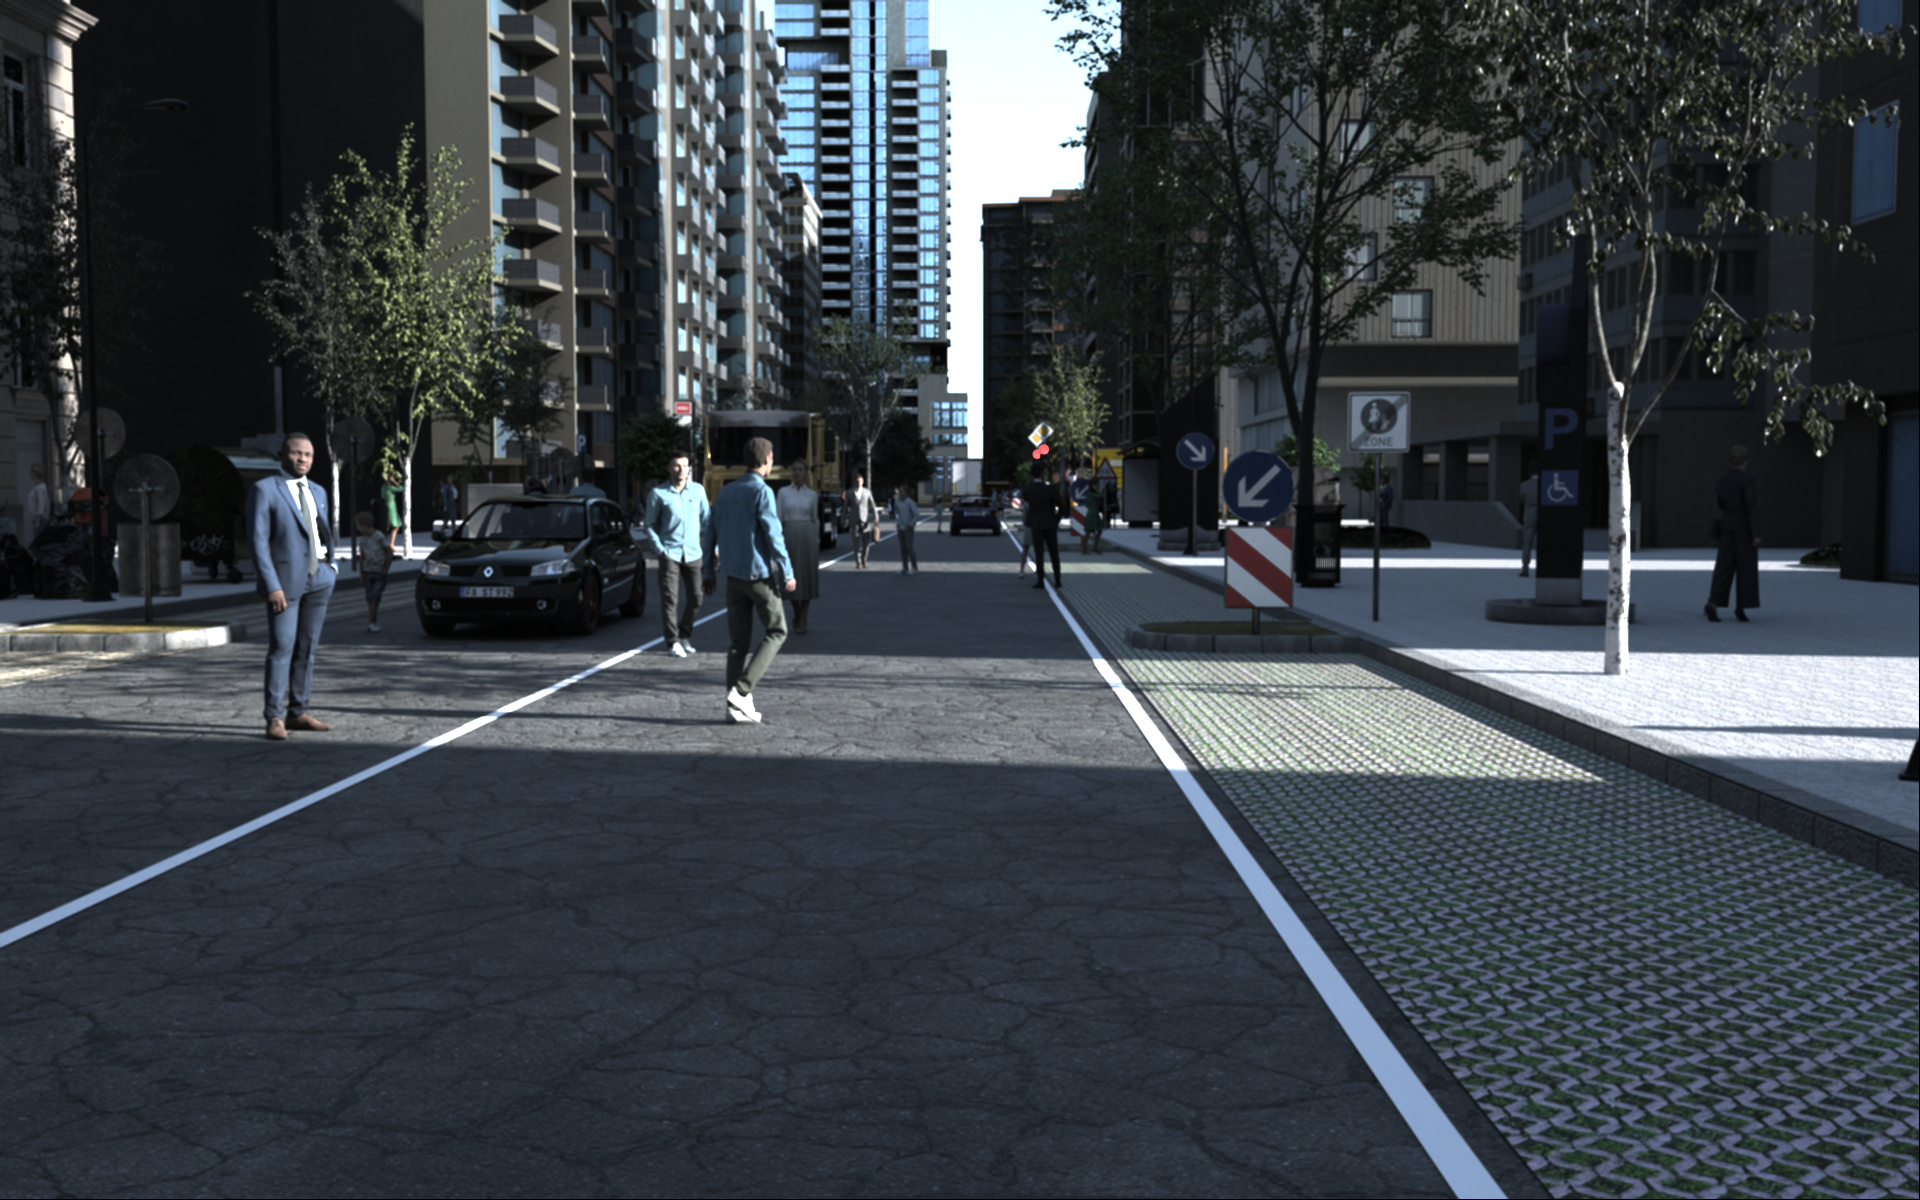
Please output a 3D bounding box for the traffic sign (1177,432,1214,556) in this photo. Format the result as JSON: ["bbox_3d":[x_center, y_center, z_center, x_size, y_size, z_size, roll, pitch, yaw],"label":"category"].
[{"bbox_3d":[4.849,-2.177,35.704,0.768,2.556,0.104,1,4,10],"label":"traffic sign"}]

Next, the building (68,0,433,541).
[{"bbox_3d":[-25.989,-13.626,52.455,15.834,23.373,12.332,0,4,1],"label":"building"}]

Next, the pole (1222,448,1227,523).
[{"bbox_3d":[11.628,-5.029,76.063,0.158,3.312,0.155,0,3,0],"label":"pole"}]

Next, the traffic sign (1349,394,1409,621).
[{"bbox_3d":[4.201,-0.937,17.443,0.606,2.300,0.079,0,4,7],"label":"traffic sign"}]

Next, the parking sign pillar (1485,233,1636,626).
[{"bbox_3d":[6.084,-1.774,17.472,1.447,3.967,1.447,1,4,21],"label":"parking sign pillar"}]

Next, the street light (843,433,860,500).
[{"bbox_3d":[-8.330,-9.764,132.177,1.470,5.913,1.316,0,4,1],"label":"street light"}]

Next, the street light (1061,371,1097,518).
[{"bbox_3d":[4.630,-5.701,65.757,1.470,5.913,1.316,0,4,1],"label":"street light"}]

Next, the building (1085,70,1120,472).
[{"bbox_3d":[25.105,-34.702,191.073,21.300,48.544,21.600,0,4,1],"label":"building"}]

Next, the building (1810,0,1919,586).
[{"bbox_3d":[19.797,-22.506,18.090,14.600,45.320,14.200,0,4,1],"label":"building"}]

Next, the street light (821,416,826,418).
[{"bbox_3d":[-8.694,-8.000,103.333,1.470,5.913,1.316,0,4,1],"label":"street light"}]

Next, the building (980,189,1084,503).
[{"bbox_3d":[15.723,-36.483,251.113,28.867,44.769,22.147,0,4,1],"label":"building"}]

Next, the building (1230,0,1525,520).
[{"bbox_3d":[29.853,-30.990,95.931,27.495,52.752,28.713,0,4,1],"label":"building"}]

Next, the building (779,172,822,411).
[{"bbox_3d":[-28.691,-31.206,202.094,23.993,40.220,32.217,0,4,1],"label":"building"}]

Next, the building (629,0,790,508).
[{"bbox_3d":[-28.232,-33.350,164.877,23.786,49.044,30.456,0,4,1],"label":"building"}]

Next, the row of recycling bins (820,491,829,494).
[{"bbox_3d":[-9.324,-6.542,114.077,1.069,1.692,3.534,1,4,10],"label":"row of recycling bins"}]

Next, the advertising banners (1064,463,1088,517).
[{"bbox_3d":[6.534,-6.193,97.437,0.090,3.025,2.074,-3,4,-36],"label":"advertising banners"}]

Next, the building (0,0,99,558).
[{"bbox_3d":[-24.138,-13.850,23.716,12.463,27.353,25.104,0,4,1],"label":"building"}]

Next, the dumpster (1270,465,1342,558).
[{"bbox_3d":[7.002,-1.803,35.236,1.264,1.857,1.865,0,4,1],"label":"dumpster"}]

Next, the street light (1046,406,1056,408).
[{"bbox_3d":[5.050,-7.258,91.206,1.470,5.913,1.316,0,4,1],"label":"street light"}]

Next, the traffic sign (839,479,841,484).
[{"bbox_3d":[-9.533,-8.120,132.871,0.768,2.556,0.104,0,4,5],"label":"traffic sign"}]

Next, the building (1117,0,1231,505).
[{"bbox_3d":[24.427,-44.714,169.323,20.563,71.187,20.611,0,4,1],"label":"building"}]

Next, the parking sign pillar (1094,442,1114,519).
[{"bbox_3d":[7.417,-6.256,90.751,1.447,3.967,1.447,2,4,26],"label":"parking sign pillar"}]

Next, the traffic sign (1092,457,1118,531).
[{"bbox_3d":[5.072,-3.702,60.524,0.884,2.594,0.081,1,4,9],"label":"traffic sign"}]

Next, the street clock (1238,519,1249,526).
[{"bbox_3d":[5.895,-1.924,36.027,0.358,2.002,0.471,2,4,34],"label":"street clock"}]

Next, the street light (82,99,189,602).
[{"bbox_3d":[-9.775,-2.936,20.553,1.470,5.913,1.316,0,4,1],"label":"street light"}]

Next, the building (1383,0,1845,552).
[{"bbox_3d":[28.937,-21.608,45.179,32.217,40.220,23.993,0,4,1],"label":"building"}]

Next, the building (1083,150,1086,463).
[{"bbox_3d":[22.206,-34.187,209.076,14.600,45.320,14.200,0,4,1],"label":"building"}]

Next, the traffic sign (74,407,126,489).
[{"bbox_3d":[-12.582,-1.544,25.343,0.768,2.556,0.104,0,4,2],"label":"traffic sign"}]

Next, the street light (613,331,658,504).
[{"bbox_3d":[-9.305,-4.706,49.484,1.470,5.913,1.316,0,4,1],"label":"street light"}]

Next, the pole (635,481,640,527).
[{"bbox_3d":[-12.478,-4.475,67.013,0.158,3.312,0.155,0,3,0],"label":"pole"}]

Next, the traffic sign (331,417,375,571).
[{"bbox_3d":[-10.065,-1.750,28.712,0.768,2.556,0.104,0,4,7],"label":"traffic sign"}]

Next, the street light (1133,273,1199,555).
[{"bbox_3d":[4.335,-3.911,36.485,1.470,5.913,1.316,0,4,1],"label":"street light"}]

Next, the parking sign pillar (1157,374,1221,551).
[{"bbox_3d":[5.233,-3.121,39.502,1.447,3.967,1.447,2,4,33],"label":"parking sign pillar"}]

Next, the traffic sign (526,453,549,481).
[{"bbox_3d":[-10.489,-2.503,43.053,0.606,2.300,0.079,1,4,10],"label":"traffic sign"}]

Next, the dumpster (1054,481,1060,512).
[{"bbox_3d":[7.411,-7.613,126.964,1.502,2.255,1.985,0,4,1],"label":"dumpster"}]

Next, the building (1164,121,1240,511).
[{"bbox_3d":[23.029,-22.359,137.272,14.160,30.474,14.107,0,4,1],"label":"building"}]

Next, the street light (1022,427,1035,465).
[{"bbox_3d":[5.228,-9.038,120.311,1.470,5.913,1.316,0,4,1],"label":"street light"}]

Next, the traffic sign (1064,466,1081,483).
[{"bbox_3d":[5.104,-4.812,78.784,0.768,2.556,0.104,1,4,9],"label":"traffic sign"}]

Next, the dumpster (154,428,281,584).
[{"bbox_3d":[-10.816,-1.400,25.382,1.502,2.255,1.985,0,4,1],"label":"dumpster"}]

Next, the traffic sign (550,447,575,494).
[{"bbox_3d":[-10.873,-2.884,47.266,0.768,2.556,0.104,0,4,7],"label":"traffic sign"}]

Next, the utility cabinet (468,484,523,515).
[{"bbox_3d":[-10.241,-1.807,38.229,1.173,1.500,0.318,-1,4,-14],"label":"utility cabinet"}]

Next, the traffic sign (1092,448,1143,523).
[{"bbox_3d":[6.950,-5.053,76.484,2.265,3.308,0.079,1,4,9],"label":"traffic sign"}]

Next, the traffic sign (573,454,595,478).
[{"bbox_3d":[-11.803,-3.312,54.254,0.768,2.556,0.104,0,4,6],"label":"traffic sign"}]

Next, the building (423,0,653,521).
[{"bbox_3d":[-29.475,-26.966,95.515,22.147,44.769,28.867,0,4,1],"label":"building"}]

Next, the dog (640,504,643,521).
[{"bbox_3d":[-15.349,-4.177,82.670,0.513,0.831,0.800,3,4,37],"label":"dog"}]

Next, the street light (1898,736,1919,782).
[{"bbox_3d":[3.857,-2.147,7.642,1.470,5.913,1.316,0,4,1],"label":"street light"}]

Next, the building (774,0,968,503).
[{"bbox_3d":[-14.304,-57.332,250.043,31.000,86.520,22.319,0,4,1],"label":"building"}]

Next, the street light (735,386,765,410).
[{"bbox_3d":[-9.085,-6.235,74.490,1.470,5.913,1.316,0,4,1],"label":"street light"}]
